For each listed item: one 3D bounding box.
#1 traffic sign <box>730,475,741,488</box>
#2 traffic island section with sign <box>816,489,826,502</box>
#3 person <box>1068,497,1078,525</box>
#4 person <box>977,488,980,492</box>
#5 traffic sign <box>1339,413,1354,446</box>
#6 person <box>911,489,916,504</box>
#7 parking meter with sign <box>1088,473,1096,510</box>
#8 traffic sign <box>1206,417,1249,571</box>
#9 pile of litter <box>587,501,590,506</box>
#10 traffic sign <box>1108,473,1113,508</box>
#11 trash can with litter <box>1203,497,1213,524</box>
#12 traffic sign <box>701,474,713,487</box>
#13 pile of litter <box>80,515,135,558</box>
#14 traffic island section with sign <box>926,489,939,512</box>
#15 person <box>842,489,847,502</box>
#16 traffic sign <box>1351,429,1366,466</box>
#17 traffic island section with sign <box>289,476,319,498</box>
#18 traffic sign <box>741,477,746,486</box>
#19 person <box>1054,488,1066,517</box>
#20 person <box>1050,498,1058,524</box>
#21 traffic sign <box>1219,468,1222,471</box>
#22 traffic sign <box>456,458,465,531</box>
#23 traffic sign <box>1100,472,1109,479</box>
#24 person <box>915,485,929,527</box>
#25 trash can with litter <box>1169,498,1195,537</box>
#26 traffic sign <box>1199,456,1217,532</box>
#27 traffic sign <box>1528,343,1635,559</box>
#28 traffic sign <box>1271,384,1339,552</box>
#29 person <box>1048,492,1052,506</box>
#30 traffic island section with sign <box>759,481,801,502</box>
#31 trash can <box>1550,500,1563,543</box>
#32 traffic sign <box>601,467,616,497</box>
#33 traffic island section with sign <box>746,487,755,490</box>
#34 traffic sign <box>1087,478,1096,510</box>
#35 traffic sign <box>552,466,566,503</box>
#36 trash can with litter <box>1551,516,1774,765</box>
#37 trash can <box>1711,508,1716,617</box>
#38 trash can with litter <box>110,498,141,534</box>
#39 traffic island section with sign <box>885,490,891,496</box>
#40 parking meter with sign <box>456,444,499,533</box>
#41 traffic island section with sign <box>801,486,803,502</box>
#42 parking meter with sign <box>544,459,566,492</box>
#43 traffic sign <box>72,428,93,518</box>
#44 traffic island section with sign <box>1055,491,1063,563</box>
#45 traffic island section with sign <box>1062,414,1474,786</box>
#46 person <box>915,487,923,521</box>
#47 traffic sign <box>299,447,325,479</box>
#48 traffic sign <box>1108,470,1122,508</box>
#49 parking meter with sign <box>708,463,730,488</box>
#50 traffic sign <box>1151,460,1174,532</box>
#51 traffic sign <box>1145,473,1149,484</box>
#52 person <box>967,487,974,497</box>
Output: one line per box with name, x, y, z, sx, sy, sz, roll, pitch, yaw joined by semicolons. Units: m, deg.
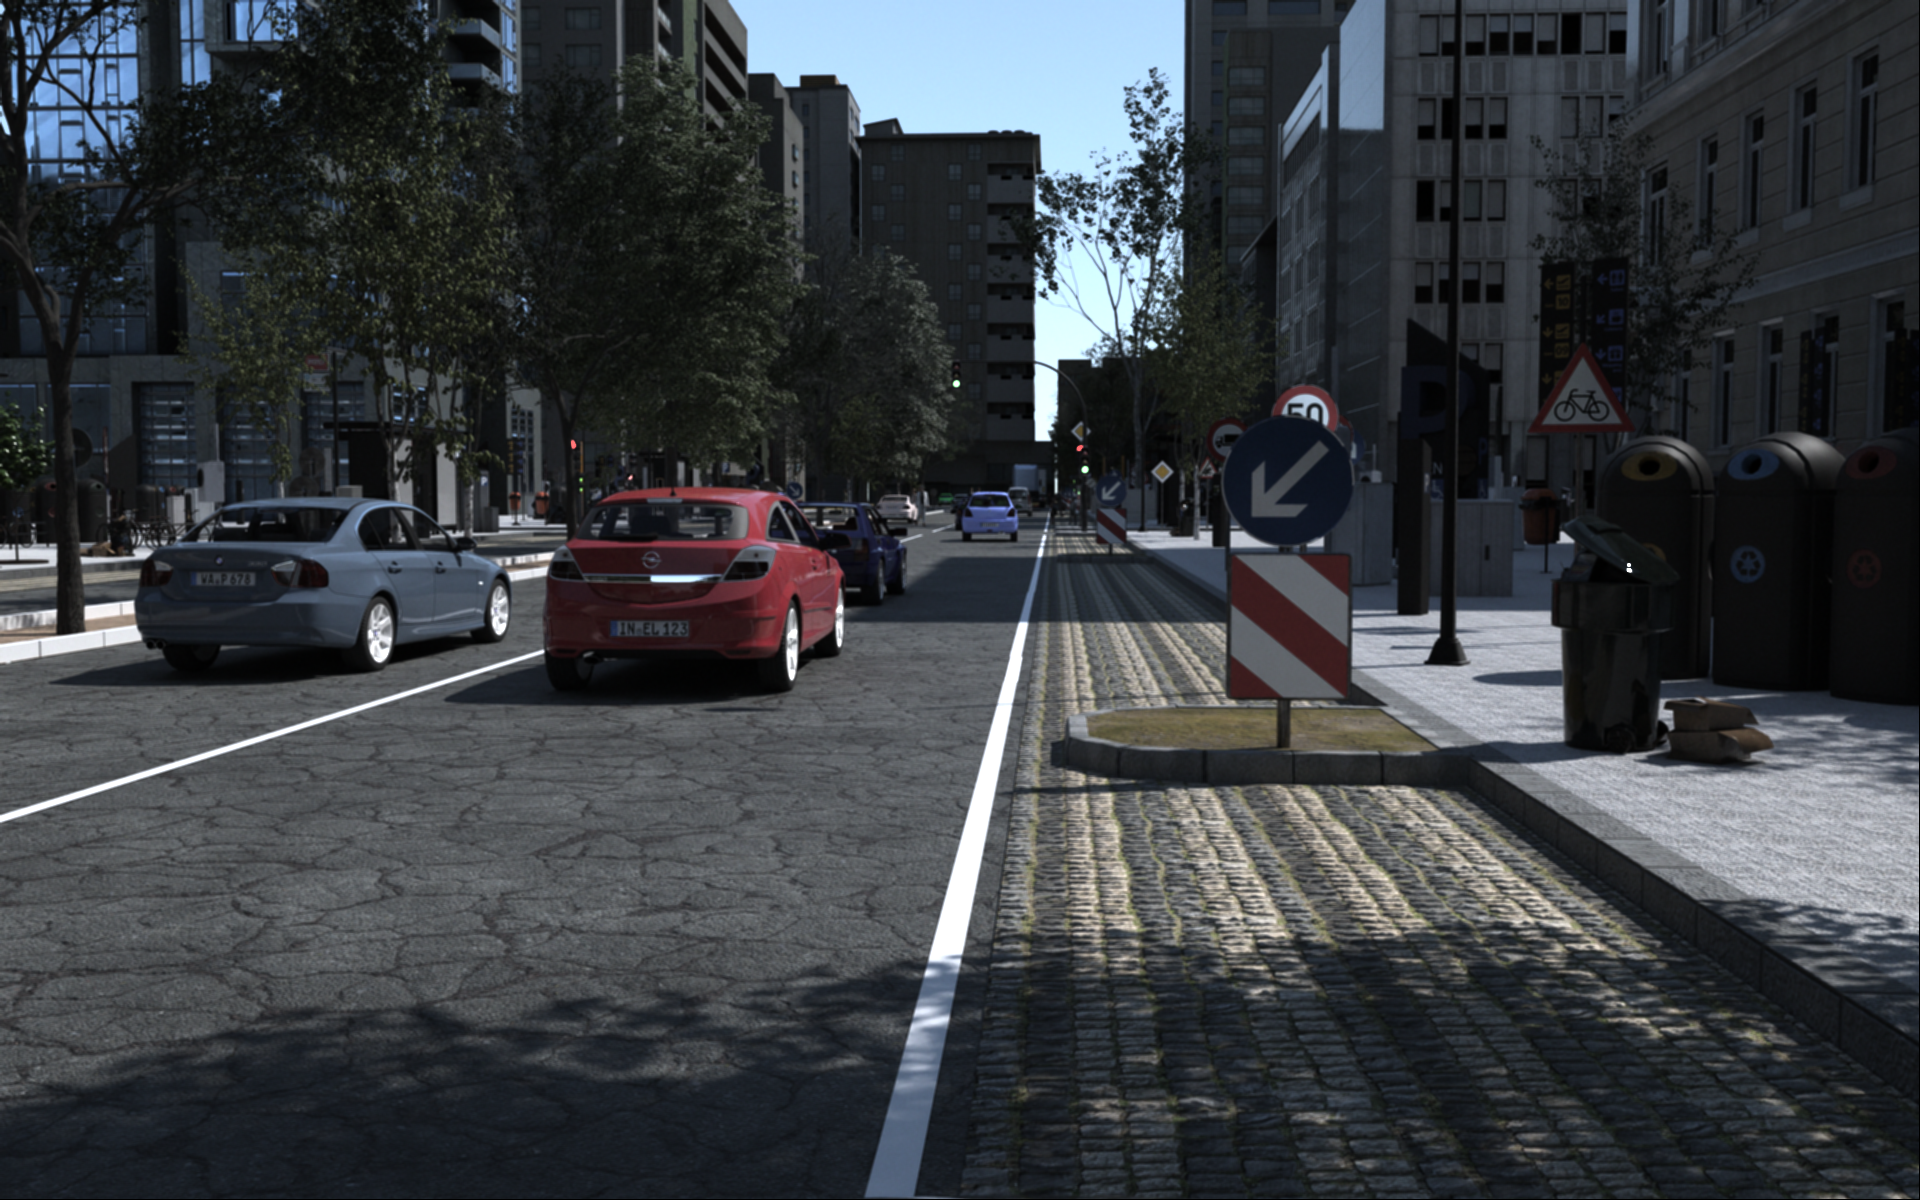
traffic sign;-14.774;-6.960;113.902;0.768;2.556;0.104;1;4;8
traffic island section with sign;-9.680;-6.845;120.537;1.989;1.847;2.006;0;4;3
person;5.262;-4.140;80.460;0.475;1.303;0.640;2;4;32
person;1.120;-6.031;107.063;0.822;1.834;0.622;-3;5;-41
traffic sign;5.638;-1.620;26.594;0.768;2.556;0.104;1;4;12
person;-2.530;-5.383;97.183;0.598;1.740;0.731;-3;5;-41
parking meter with sign;10.694;-8.763;139.541;0.543;3.016;1.738;-1;4;-23
traffic sign;4.470;-1.758;28.857;0.768;2.556;0.104;0;4;5
pile of litter;-23.296;-5.899;110.414;1.176;0.858;1.719;1;4;18
traffic sign;8.498;-5.894;96.480;0.768;2.556;0.104;0;4;7
trash can with litter;10.763;-3.843;74.224;0.624;1.170;1.055;1;4;13
traffic sign;-15.796;-6.597;107.975;0.768;2.556;0.104;0;4;7
pile of litter;-17.593;-1.329;35.701;1.176;0.858;1.719;-1;4;-11
traffic island section with sign;-2.230;-8.193;142.087;2.006;1.907;1.989;0;4;3
person;-8.020;-6.814;120.459;0.362;1.759;0.519;0;4;7
traffic sign;7.336;-2.015;33.059;0.768;2.556;0.104;1;4;11
traffic island section with sign;-14.231;-1.736;37.008;1.989;1.847;2.006;0;4;3
traffic sign;-15.357;-7.619;124.684;0.768;2.556;0.104;0;4;4
person;6.273;-6.193;109.718;0.822;1.834;0.622;0;4;7
person;4.412;-4.175;81.430;0.362;1.253;0.373;-3;5;-44
traffic sign;10.325;-3.976;67.134;0.606;2.300;0.079;0;4;4
traffic sign;-17.495;-3.682;60.309;0.768;2.556;0.104;0;4;4
traffic sign;8.381;-6.047;98.970;0.768;2.556;0.104;1;4;12
person;-1.703;-4.151;76.248;0.514;1.842;0.818;-2;4;-27
trash can with litter;6.655;-2.492;52.139;0.624;1.170;1.055;-2;4;-27
traffic sign;8.401;-3.596;58.801;0.884;2.594;0.081;1;4;10
traffic sign;5.360;-0.917;14.994;0.884;2.594;0.081;1;4;9
traffic sign;4.012;-1.229;20.204;0.768;2.556;0.104;1;4;10
person;10.540;-11.801;202.907;0.415;1.643;0.593;1;4;10
traffic island section with sign;-6.717;-3.151;59.663;2.006;1.907;1.989;0;4;3
trash can;15.341;-2.051;45.188;0.748;1.137;0.748;0;3;0
traffic sign;-16.305;-4.906;80.315;0.768;2.556;0.104;1;4;12
traffic island section with sign;-11.230;-5.125;92.415;1.989;1.847;2.006;0;4;3
traffic sign;10.329;-8.346;136.568;0.768;2.556;0.104;1;4;12
traffic sign;-17.969;-4.754;77.839;0.768;2.556;0.104;0;4;5
trash can with litter;3.497;0.169;8.617;0.624;1.170;1.055;-3;5;-42
trash can;7.822;-0.408;18.321;0.748;1.137;0.748;0;3;0
trash can with litter;-27.507;-2.763;56.239;1.678;1.210;2.233;-2;4;-35
traffic island section with sign;-7.014;-9.846;169.604;1.989;1.847;2.006;0;4;3
parking meter with sign;-16.081;-3.755;57.656;1.738;3.016;0.543;2;4;32
traffic island section with sign;-6.305;-3.604;67.058;2.006;1.907;1.989;0;4;3
parking meter with sign;-19.715;-5.478;85.819;1.738;3.016;0.543;-1;4;-13
traffic sign;-17.063;-2.035;33.381;0.768;2.556;0.104;1;4;10
traffic island section with sign;3.039;-1.696;36.359;1.989;1.847;2.006;0;4;3
traffic island section with sign;1.575;-0.050;9.444;1.989;1.847;2.006;0;4;3
person;-2.143;-5.151;92.695;0.573;1.828;0.580;-1;4;-14
traffic sign;-17.493;-2.854;46.762;0.768;2.556;0.104;1;4;10
traffic sign;8.039;-5.487;89.821;0.768;2.556;0.104;1;4;11
parking meter with sign;-13.562;-6.084;95.728;0.543;3.016;1.738;3;5;42
traffic sign;6.890;-3.537;59.023;0.795;2.450;0.064;0;4;6
traffic sign;10.345;-6.016;98.468;0.768;2.556;0.104;1;4;9
person;0.778;-6.224;110.043;0.659;1.850;0.755;-1;4;-16
